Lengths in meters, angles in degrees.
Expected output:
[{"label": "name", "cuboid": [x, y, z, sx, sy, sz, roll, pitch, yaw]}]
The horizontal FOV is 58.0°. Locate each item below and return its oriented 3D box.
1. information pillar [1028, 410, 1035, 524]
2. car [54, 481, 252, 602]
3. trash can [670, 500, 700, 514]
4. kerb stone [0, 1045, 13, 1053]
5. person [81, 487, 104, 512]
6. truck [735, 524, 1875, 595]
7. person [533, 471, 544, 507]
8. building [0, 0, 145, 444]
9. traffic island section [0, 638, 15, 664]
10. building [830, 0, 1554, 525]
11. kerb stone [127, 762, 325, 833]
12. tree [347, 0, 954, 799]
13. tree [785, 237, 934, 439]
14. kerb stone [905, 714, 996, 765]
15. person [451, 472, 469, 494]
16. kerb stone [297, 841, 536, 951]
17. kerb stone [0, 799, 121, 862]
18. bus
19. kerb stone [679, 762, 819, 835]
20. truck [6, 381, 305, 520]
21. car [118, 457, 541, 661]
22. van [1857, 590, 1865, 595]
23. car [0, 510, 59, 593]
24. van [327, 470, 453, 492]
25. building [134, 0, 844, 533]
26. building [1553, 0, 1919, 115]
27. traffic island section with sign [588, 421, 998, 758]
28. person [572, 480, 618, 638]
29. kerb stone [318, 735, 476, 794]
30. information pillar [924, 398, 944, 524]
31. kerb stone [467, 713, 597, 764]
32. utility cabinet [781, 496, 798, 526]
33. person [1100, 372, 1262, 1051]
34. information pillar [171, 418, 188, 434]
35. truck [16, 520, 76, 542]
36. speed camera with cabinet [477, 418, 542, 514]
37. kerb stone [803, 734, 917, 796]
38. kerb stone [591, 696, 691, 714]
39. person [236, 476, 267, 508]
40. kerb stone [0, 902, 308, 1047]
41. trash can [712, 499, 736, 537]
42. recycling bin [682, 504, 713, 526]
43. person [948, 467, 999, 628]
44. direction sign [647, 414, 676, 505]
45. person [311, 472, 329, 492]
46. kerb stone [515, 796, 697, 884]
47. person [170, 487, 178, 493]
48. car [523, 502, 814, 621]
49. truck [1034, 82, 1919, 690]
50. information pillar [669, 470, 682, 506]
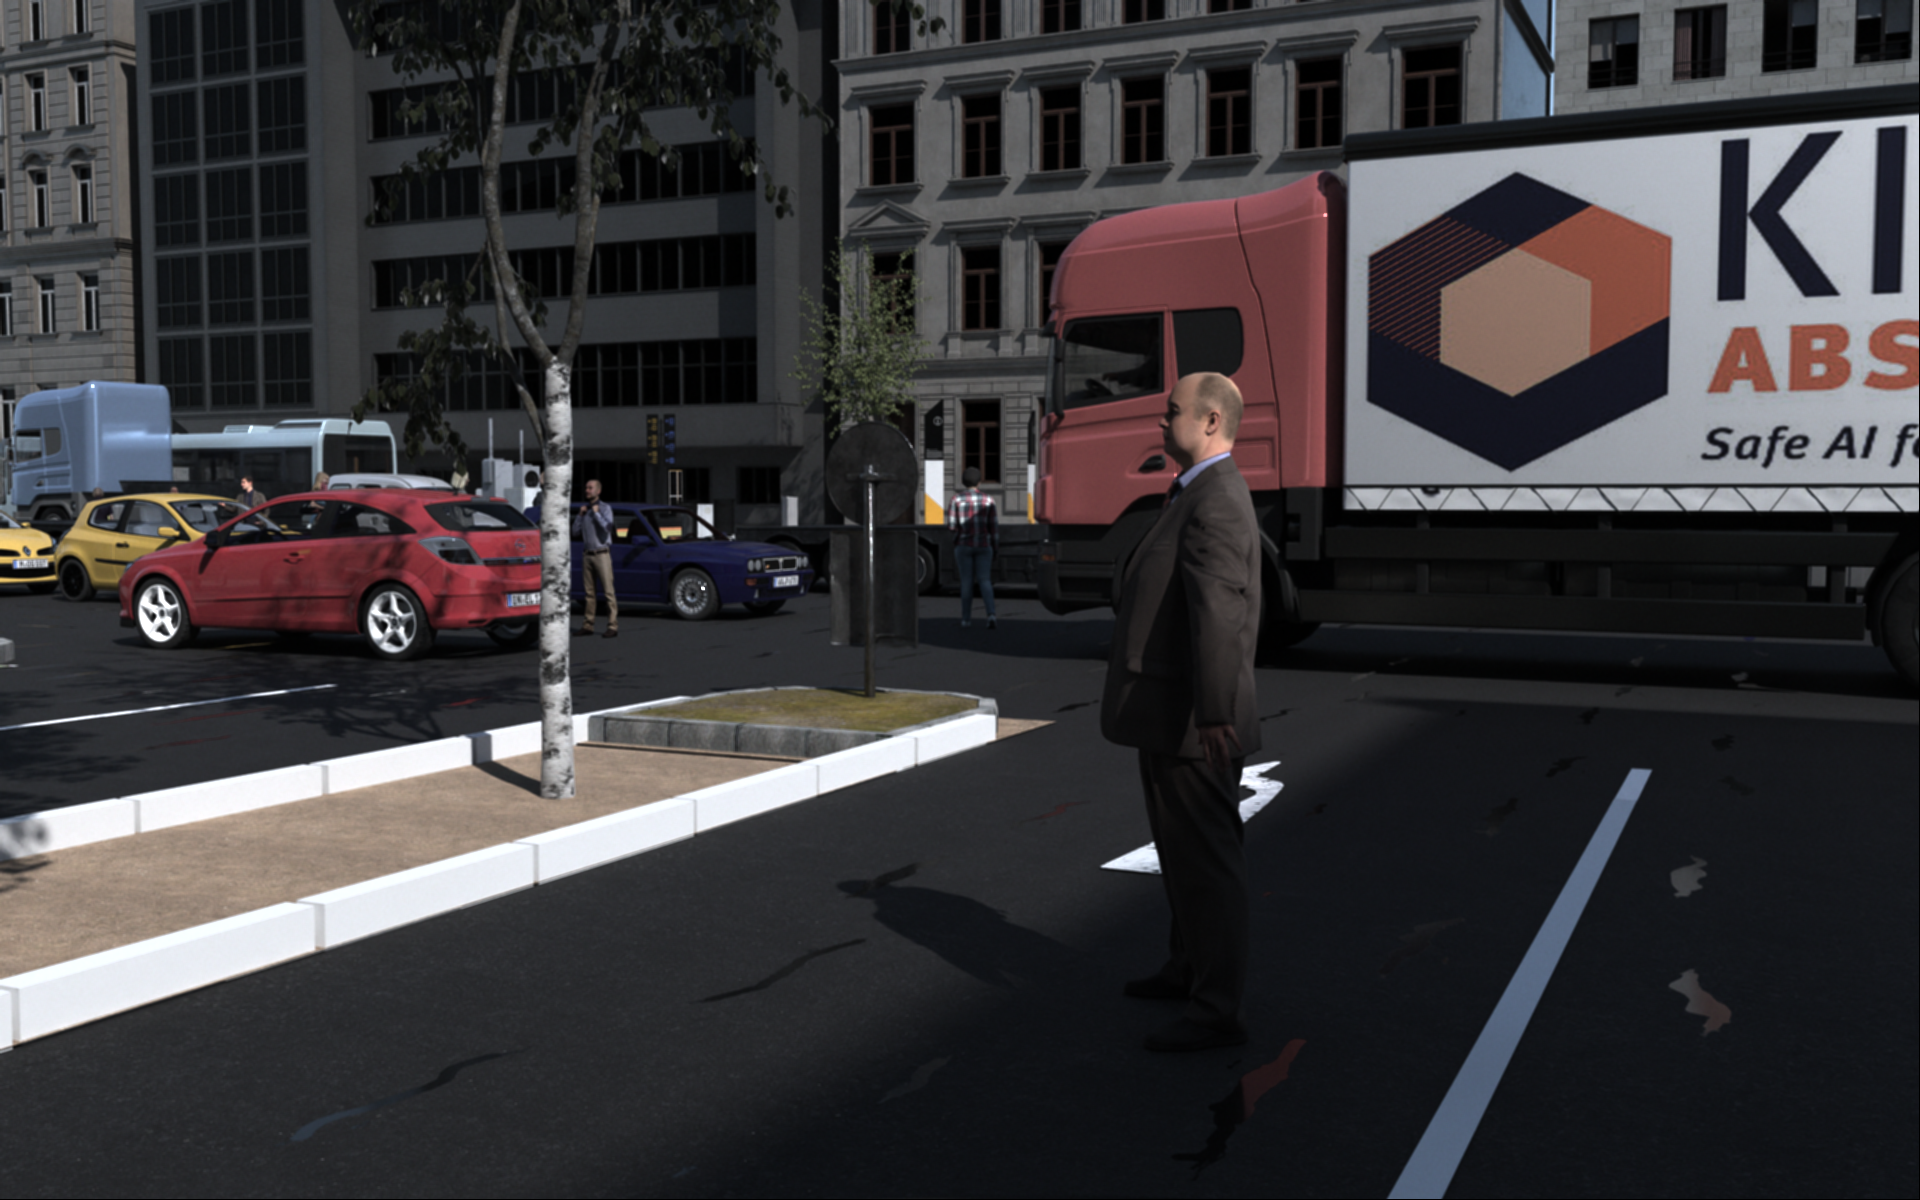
[{"label": "information pillar", "cuboid": [1.997, -3.480, 48.246, 0.183, 3.616, 0.504, 1, 4, 18]}, {"label": "car", "cuboid": [-10.165, -0.784, 23.043, 3.980, 1.641, 2.015, 2, 4, 27]}, {"label": "trash can", "cuboid": [-6.731, -1.881, 42.406, 0.748, 1.137, 0.748, 0, 3, 0]}, {"label": "kerb stone", "cuboid": [-2.715, 1.110, 4.042, 0.120, 0.150, 1.000, 2, 4, 25]}, {"label": "person", "cuboid": [-16.056, -1.310, 32.130, 0.569, 1.553, 0.471, 0, 4, 5]}, {"label": "truck", "cuboid": [5.614, -1.987, 22.239, 18.799, 4.110, 2.967, 2, 4, 26]}, {"label": "person", "cuboid": [-5.880, -0.984, 25.010, 0.534, 1.772, 0.576, 1, 4, 16]}, {"label": "building", "cuboid": [-41.017, -17.114, 77.082, 25.104, 27.353, 12.463, 2, 4, 25]}, {"label": "traffic island section", "cuboid": [-9.371, 0.495, 14.194, 2.009, 0.180, 2.903, 2, 4, 25]}, {"label": "building", "cuboid": [7.307, -13.304, 53.669, 21.152, 22.565, 11.583, 2, 4, 25]}, {"label": "kerb stone", "cuboid": [-3.280, 0.884, 7.748, 0.120, 0.150, 1.000, 2, 4, 25]}, {"label": "tree", "cuboid": [-1.806, -3.382, 8.116, 4.360, 8.622, 3.978, 0, 3, 0]}, {"label": "tree", "cuboid": [-2.558, -6.034, 49.021, 4.737, 8.622, 4.395, 0, 3, 0]}, {"label": "kerb stone", "cuboid": [-0.062, 0.770, 9.613, 0.120, 0.150, 1.000, 2, 4, 25]}, {"label": "person", "cuboid": [-7.420, -1.056, 25.943, 0.526, 1.800, 0.537, -2, 4, -29]}, {"label": "kerb stone", "cuboid": [-1.828, 0.997, 5.900, 0.120, 0.150, 1.000, 2, 4, 25]}, {"label": "kerb stone", "cuboid": [-3.724, 0.940, 6.823, 0.120, 0.150, 1.000, 2, 4, 25]}, {"label": "bus", "cuboid": [-20.811, -3.131, 46.051, 13.247, 3.499, 2.948, 2, 4, 27]}, {"label": "kerb stone", "cuboid": [-0.945, 0.883, 7.754, 0.120, 0.150, 1.000, 2, 4, 25]}, {"label": "truck", "cuboid": [-14.814, -3.039, 39.448, 18.799, 4.110, 2.967, 2, 4, 25]}, {"label": "car", "cuboid": [-5.829, -0.436, 16.173, 4.494, 1.783, 2.155, 2, 4, 24]}, {"label": "van", "cuboid": [11.595, -1.324, 26.024, 5.245, 2.365, 2.240, 2, 4, 27]}, {"label": "car", "cuboid": [-14.739, -0.905, 25.028, 3.980, 1.641, 2.015, 2, 4, 26]}, {"label": "van", "cuboid": [-10.827, -1.689, 34.628, 4.112, 2.044, 2.013, 2, 4, 26]}, {"label": "building", "cuboid": [-15.419, -15.077, 65.571, 30.058, 24.678, 14.314, 2, 4, 25]}, {"label": "building", "cuboid": [24.939, -11.650, 45.235, 16.860, 20.320, 10.420, 2, 4, 25]}, {"label": "traffic island section with sign", "cuboid": [-0.820, -0.138, 10.391, 2.006, 1.907, 1.989, 2, 4, 25]}, {"label": "person", "cuboid": [-3.663, -0.419, 17.409, 0.516, 1.574, 0.319, 2, 4, 35]}, {"label": "kerb stone", "cuboid": [-2.831, 0.828, 8.683, 0.120, 0.150, 1.000, 2, 4, 25]}, {"label": "information pillar", "cuboid": [-0.625, -3.124, 42.439, 0.504, 3.616, 0.183, -1, 4, -17]}, {"label": "kerb stone", "cuboid": [-2.387, 0.770, 9.607, 0.120, 0.150, 1.000, 2, 4, 25]}, {"label": "utility cabinet", "cuboid": [-4.405, -2.064, 44.905, 0.306, 1.237, 1.020, -1, 4, -13]}, {"label": "person", "cuboid": [0.595, 0.269, 4.654, 0.434, 1.755, 0.990, 0, 4, 1]}, {"label": "information pillar", "cuboid": [-24.039, -3.795, 53.403, 0.504, 3.616, 0.183, -3, 5, -44]}, {"label": "truck", "cuboid": [-20.669, -2.545, 31.374, 18.799, 4.110, 2.967, 2, 4, 24]}, {"label": "speed camera with cabinet", "cuboid": [-11.635, -3.096, 44.952, 2.038, 3.252, 0.660, 3, 5, 44]}, {"label": "kerb stone", "cuboid": [-0.507, 0.827, 8.682, 0.120, 0.150, 1.000, 2, 4, 25]}, {"label": "kerb stone", "cuboid": [-1.942, 0.716, 10.536, 0.120, 0.150, 1.000, 2, 4, 25]}, {"label": "person", "cuboid": [-12.725, -1.329, 30.752, 0.617, 1.759, 0.750, 1, 4, 23]}, {"label": "kerb stone", "cuboid": [-2.281, 1.054, 4.975, 0.120, 0.150, 1.000, 2, 4, 25]}, {"label": "trash can", "cuboid": [-7.115, -2.484, 52.267, 0.748, 1.137, 0.748, 0, 3, 0]}, {"label": "recycling bin", "cuboid": [-6.670, -1.896, 43.555, 0.722, 1.027, 0.722, -2, 4, -35]}, {"label": "person", "cuboid": [0.146, -0.566, 18.585, 0.563, 1.720, 0.643, 0, 4, -7]}, {"label": "direction sign", "cuboid": [-8.470, -3.496, 49.149, 0.876, 3.537, 0.379, 1, 4, 17]}, {"label": "person", "cuboid": [-11.404, -1.376, 30.981, 0.573, 1.828, 0.580, -2, 4, -30]}, {"label": "kerb stone", "cuboid": [-1.383, 0.940, 6.827, 0.120, 0.150, 1.000, 2, 4, 25]}, {"label": "person", "cuboid": [-15.204, -1.409, 33.601, 0.516, 1.574, 0.319, -2, 4, -29]}, {"label": "car", "cuboid": [-3.761, -0.500, 20.757, 3.894, 1.354, 1.945, 2, 4, 24]}, {"label": "truck", "cuboid": [5.526, -1.513, 13.653, 11.283, 4.237, 2.839, 2, 4, 26]}, {"label": "information pillar", "cuboid": [-8.762, -2.991, 53.401, 0.304, 2.012, 0.304, 1, 4, 18]}]
